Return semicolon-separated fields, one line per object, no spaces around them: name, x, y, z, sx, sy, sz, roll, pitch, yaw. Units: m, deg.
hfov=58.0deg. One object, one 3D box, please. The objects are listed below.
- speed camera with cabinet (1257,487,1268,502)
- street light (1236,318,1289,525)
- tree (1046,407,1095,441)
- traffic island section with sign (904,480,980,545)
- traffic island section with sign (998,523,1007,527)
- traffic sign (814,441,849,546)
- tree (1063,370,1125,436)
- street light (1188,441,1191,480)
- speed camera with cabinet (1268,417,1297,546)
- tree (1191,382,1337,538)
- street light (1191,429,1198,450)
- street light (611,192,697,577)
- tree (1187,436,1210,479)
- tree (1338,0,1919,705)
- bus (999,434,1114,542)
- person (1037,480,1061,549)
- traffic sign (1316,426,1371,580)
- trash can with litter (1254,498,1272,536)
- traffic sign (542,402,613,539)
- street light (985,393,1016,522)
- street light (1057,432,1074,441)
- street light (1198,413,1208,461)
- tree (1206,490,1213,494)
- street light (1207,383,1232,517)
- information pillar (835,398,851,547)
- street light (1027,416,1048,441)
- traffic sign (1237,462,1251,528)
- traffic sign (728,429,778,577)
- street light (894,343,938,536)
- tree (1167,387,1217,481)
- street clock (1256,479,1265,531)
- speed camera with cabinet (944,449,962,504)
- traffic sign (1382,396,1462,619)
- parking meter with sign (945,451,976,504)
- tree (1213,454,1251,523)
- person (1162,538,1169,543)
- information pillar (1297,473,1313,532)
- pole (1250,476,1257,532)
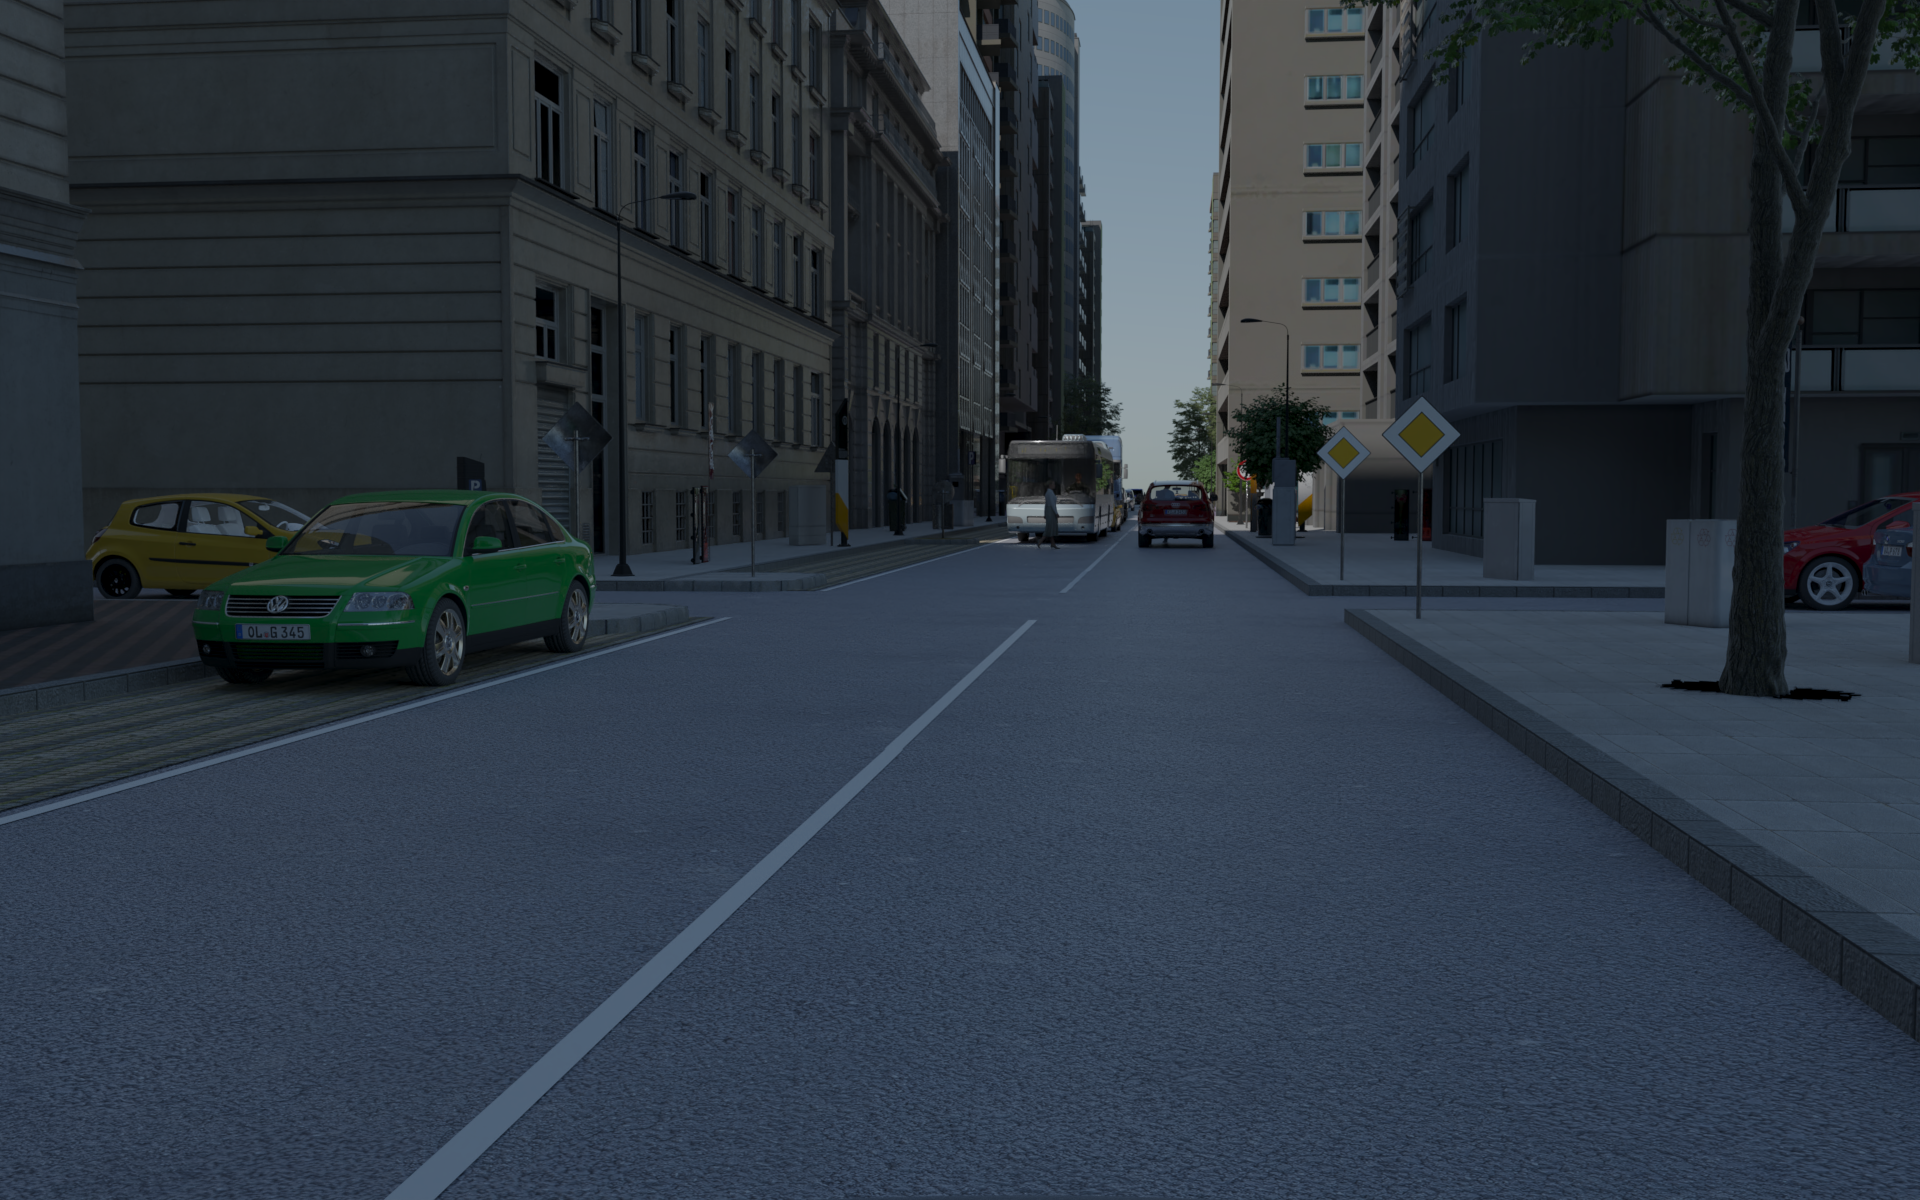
speed camera with cabinet;11.290;-4.225;63.414;0.660;3.252;2.038;-1;4;-8
street light;8.100;-4.482;45.828;1.470;5.913;1.316;0;4;7
tree;9.406;-11.981;146.243;4.737;8.622;4.395;0;3;0
traffic island section with sign;-0.476;-2.504;49.574;1.989;1.847;2.006;0;4;7
traffic island section with sign;2.764;-4.141;76.335;1.989;1.847;2.006;0;4;7
traffic sign;-3.159;-2.608;42.640;0.884;2.594;0.081;1;4;10
tree;12.108;-16.603;178.111;9.857;13.997;8.962;0;3;0
street light;20.527;-10.809;149.276;1.470;5.913;1.316;0;4;7
speed camera with cabinet;8.235;-3.031;43.885;0.660;3.252;2.038;1;4;11
tree;9.324;-4.095;50.670;4.285;4.588;4.351;0;3;0
street light;17.277;-9.183;122.690;1.470;5.913;1.316;0;4;7
street light;-4.734;-3.320;26.816;1.470;5.913;1.316;0;4;7
tree;29.133;-15.898;210.286;4.737;8.622;4.395;0;3;0
tree;5.282;-5.198;10.750;9.928;11.665;9.643;0;3;0
bus;3.334;-3.689;55.180;2.948;3.499;13.247;0;4;7
person;2.301;-2.225;45.108;0.641;1.798;0.478;0;4;4
traffic sign;5.674;-1.348;25.688;0.795;2.450;0.064;0;4;7
trash can with litter;9.374;-2.576;53.503;0.624;1.170;1.055;0;4;6
traffic sign;-4.162;-0.930;18.851;0.795;2.450;0.064;0;4;7
street light;1.883;-6.577;80.081;1.470;5.913;1.316;0;4;7
street light;7.866;-9.627;129.936;1.470;5.913;1.316;0;4;7
street light;14.491;-7.735;99.012;1.470;5.913;1.316;0;4;7
tree;20.504;-8.739;137.483;1.663;3.219;1.824;0;3;0
street light;11.215;-6.109;72.430;1.470;5.913;1.316;0;4;7
information pillar;-2.859;-3.098;42.005;0.183;3.616;0.504;2;4;27
street light;4.539;-8.001;103.360;1.470;5.913;1.316;0;4;7
traffic sign;10.721;-3.951;64.700;0.768;2.556;0.104;1;4;11
traffic sign;-3.203;-1.415;26.779;0.795;2.450;0.064;0;4;7
street light;-1.366;-4.951;53.495;1.470;5.913;1.316;0;4;7
tree;25.359;-16.170;182.509;7.486;12.596;7.792;0;3;0
street clock;10.449;-3.414;60.390;0.471;2.002;0.358;-3;5;-45
speed camera with cabinet;-0.336;-5.020;76.415;0.660;3.252;2.038;0;4;-7
traffic sign;4.715;-0.863;17.760;0.795;2.450;0.064;0;4;7
parking meter with sign;-0.236;-4.529;70.307;1.738;3.016;0.543;-2;4;-27
tree;12.628;-5.130;78.471;1.663;3.219;1.824;0;3;0
person;6.126;-2.621;51.218;0.638;1.841;0.748;2;4;30
information pillar;11.680;-4.113;58.595;0.504;3.616;0.183;1;4;18
pole;9.867;-3.935;58.175;0.158;3.312;0.155;0;3;0
